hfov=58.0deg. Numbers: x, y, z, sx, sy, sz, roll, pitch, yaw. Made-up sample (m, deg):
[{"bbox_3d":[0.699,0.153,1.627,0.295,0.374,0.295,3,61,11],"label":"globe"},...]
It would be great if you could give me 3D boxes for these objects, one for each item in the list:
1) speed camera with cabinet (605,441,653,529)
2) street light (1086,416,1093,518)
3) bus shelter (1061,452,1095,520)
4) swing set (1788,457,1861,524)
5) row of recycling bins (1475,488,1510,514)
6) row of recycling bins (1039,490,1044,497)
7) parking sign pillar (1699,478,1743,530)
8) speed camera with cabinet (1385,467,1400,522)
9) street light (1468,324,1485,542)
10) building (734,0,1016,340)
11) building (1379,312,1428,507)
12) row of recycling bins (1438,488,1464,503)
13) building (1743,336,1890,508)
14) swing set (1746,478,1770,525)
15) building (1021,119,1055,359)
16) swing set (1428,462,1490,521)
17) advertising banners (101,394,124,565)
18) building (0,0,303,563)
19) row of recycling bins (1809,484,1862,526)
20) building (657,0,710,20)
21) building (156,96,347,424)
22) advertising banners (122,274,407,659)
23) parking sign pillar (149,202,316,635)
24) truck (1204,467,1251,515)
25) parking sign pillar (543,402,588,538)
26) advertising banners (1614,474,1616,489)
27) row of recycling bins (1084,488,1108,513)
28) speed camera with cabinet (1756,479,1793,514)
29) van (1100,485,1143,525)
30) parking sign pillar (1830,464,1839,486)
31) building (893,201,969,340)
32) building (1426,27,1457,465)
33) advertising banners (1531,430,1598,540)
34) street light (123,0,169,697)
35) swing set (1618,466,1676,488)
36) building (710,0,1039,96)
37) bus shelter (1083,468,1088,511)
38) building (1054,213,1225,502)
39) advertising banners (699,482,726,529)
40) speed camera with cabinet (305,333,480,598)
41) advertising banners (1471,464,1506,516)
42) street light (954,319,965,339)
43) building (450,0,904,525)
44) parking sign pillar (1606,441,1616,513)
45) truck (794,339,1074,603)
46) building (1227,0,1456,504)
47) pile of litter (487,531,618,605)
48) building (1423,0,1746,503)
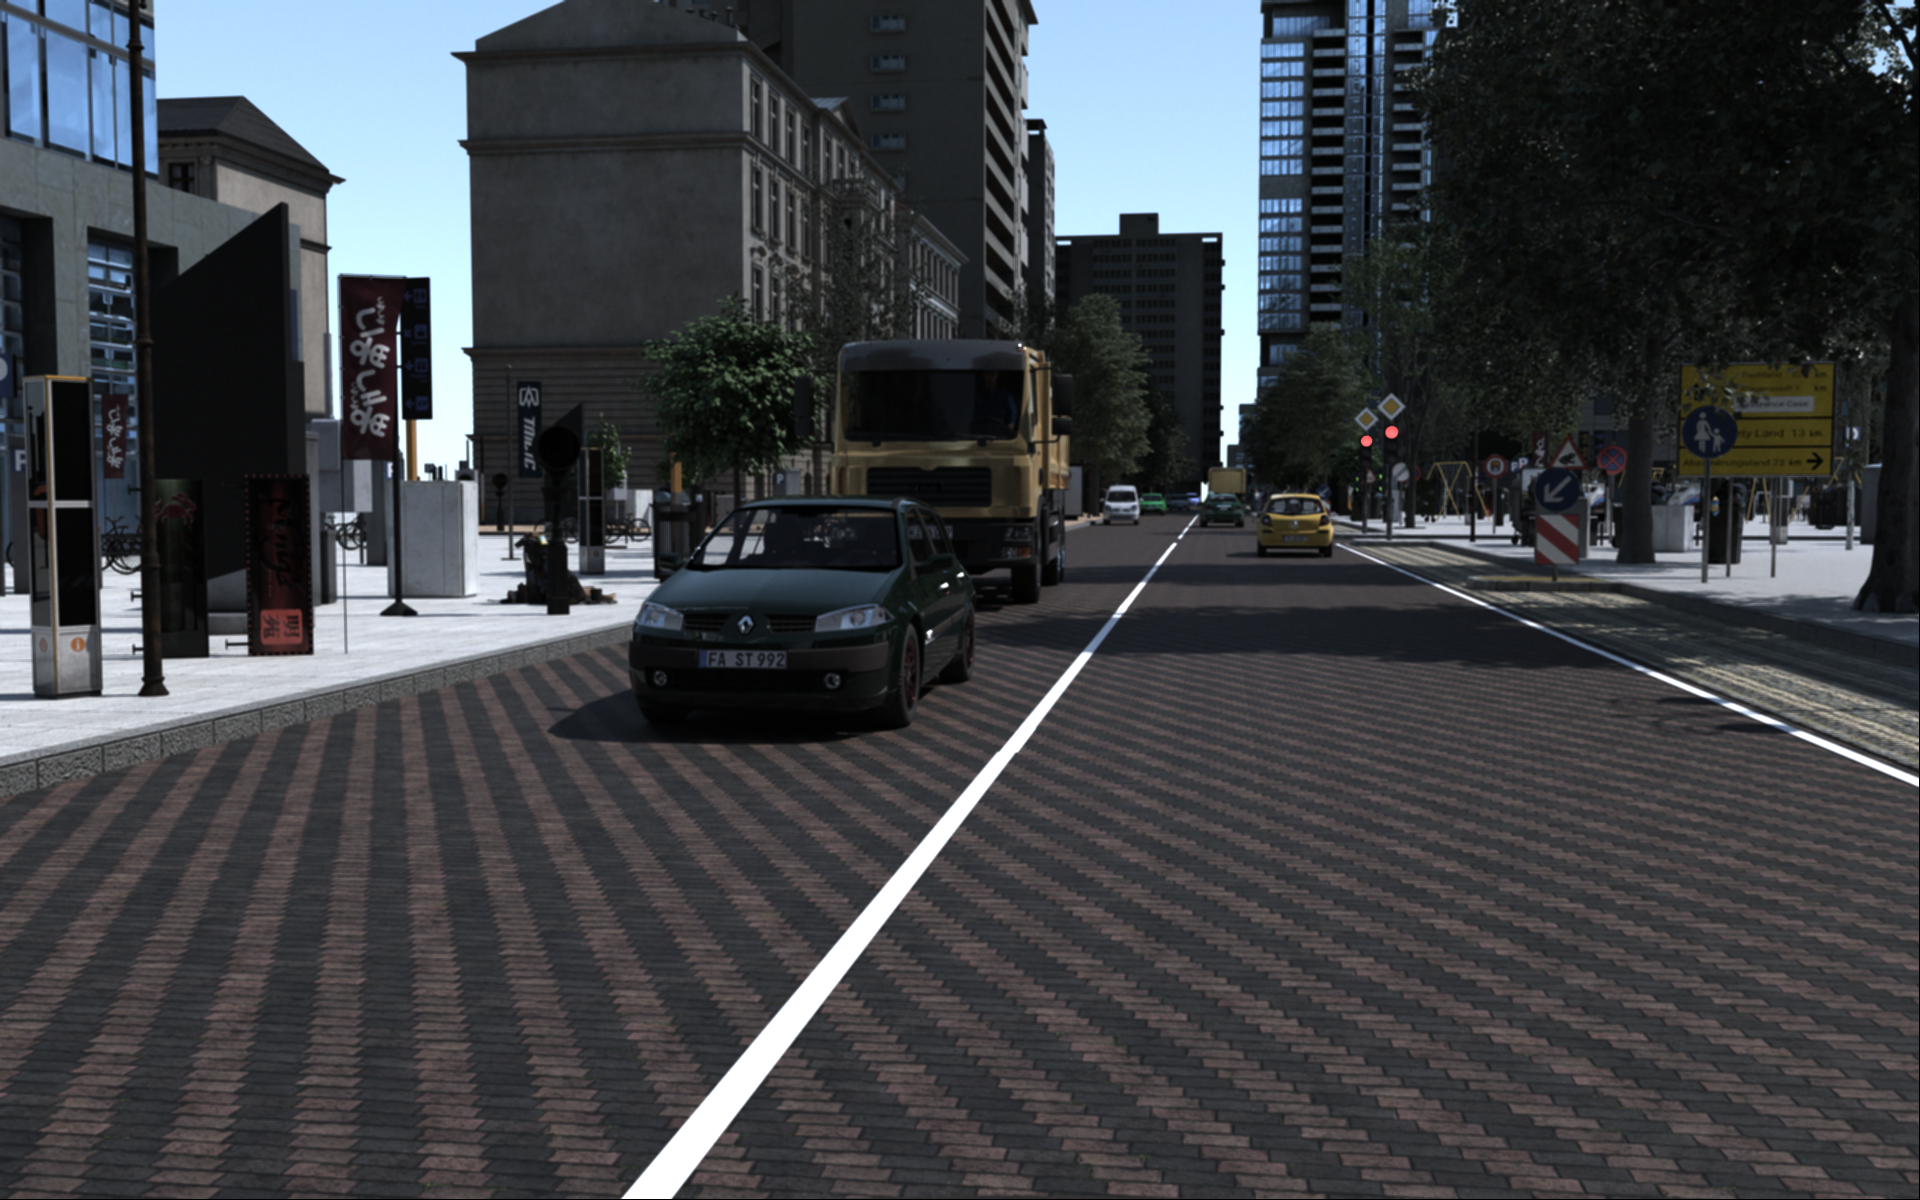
[{"bbox_3d":[-12.455,-4.325,65.046,0.660,3.252,2.038,2,4,33],"label":"speed camera with cabinet"},{"bbox_3d":[6.887,-7.320,92.475,0.468,5.910,1.993,1,4,8],"label":"street light"},{"bbox_3d":[5.553,-5.669,86.613,2.014,3.302,5.546,1,4,8],"label":"bus shelter"},{"bbox_3d":[37.493,-4.684,74.198,2.862,2.851,3.119,1,4,10],"label":"swing set"},{"bbox_3d":[34.598,-6.410,111.917,1.069,1.692,3.534,0,4,-4],"label":"row of recycling bins"},{"bbox_3d":[4.163,-5.149,91.307,1.069,1.692,3.534,1,4,22],"label":"row of recycling bins"},{"bbox_3d":[26.977,-4.455,61.308,1.447,3.967,1.447,0,4,4],"label":"parking sign pillar"},{"bbox_3d":[19.859,-5.214,79.577,0.660,3.252,2.038,1,4,11],"label":"speed camera with cabinet"},{"bbox_3d":[13.758,-4.497,46.307,0.468,5.910,1.993,1,4,8],"label":"street light"},{"bbox_3d":[-7.140,-31.903,145.317,21.300,48.544,21.600,1,4,8],"label":"building"},{"bbox_3d":[58.106,-20.236,175.900,27.650,21.520,28.899,1,4,8],"label":"building"},{"bbox_3d":[35.491,-7.022,121.917,3.534,1.692,1.069,1,4,12],"label":"row of recycling bins"},{"bbox_3d":[91.635,-20.042,172.726,28.899,21.520,27.650,1,4,8],"label":"building"},{"bbox_3d":[32.607,-4.645,73.565,3.119,2.851,2.862,0,4,6],"label":"swing set"},{"bbox_3d":[3.211,-31.080,191.747,14.086,41.232,14.154,1,4,8],"label":"building"},{"bbox_3d":[24.067,-5.368,85.395,2.862,2.851,3.119,-1,4,-13],"label":"swing set"},{"bbox_3d":[-15.565,-2.101,30.547,2.074,3.025,0.090,1,4,9],"label":"advertising banners"},{"bbox_3d":[-32.787,-43.910,30.595,31.000,86.520,22.319,1,4,8],"label":"building"},{"bbox_3d":[35.879,-3.879,70.530,1.069,1.692,3.534,0,4,-5],"label":"row of recycling bins"},{"bbox_3d":[-18.242,-39.675,190.693,28.212,58.520,21.231,1,4,8],"label":"building"},{"bbox_3d":[-39.590,-13.129,79.281,19.286,19.102,10.561,1,4,8],"label":"building"},{"bbox_3d":[-5.419,-1.068,13.655,2.074,3.025,0.090,-1,4,-18],"label":"advertising banners"},{"bbox_3d":[-6.877,-1.702,16.293,1.447,3.967,1.447,0,4,3],"label":"parking sign pillar"},{"bbox_3d":[19.073,-7.813,123.665,3.469,3.379,9.791,1,4,9],"label":"truck"},{"bbox_3d":[-11.605,-3.832,51.125,1.447,3.967,1.447,1,4,18],"label":"parking sign pillar"},{"bbox_3d":[39.331,-6.504,102.523,0.090,3.025,2.074,-3,5,-45],"label":"advertising banners"},{"bbox_3d":[8.311,-6.684,116.404,3.534,1.692,1.069,-1,4,-11],"label":"row of recycling bins"},{"bbox_3d":[51.470,-7.039,109.418,0.660,3.252,2.038,-3,5,-44],"label":"speed camera with cabinet"},{"bbox_3d":[7.566,-4.526,81.017,2.013,2.044,4.112,0,4,7],"label":"van"},{"bbox_3d":[55.713,-7.458,110.413,1.447,3.967,1.447,2,4,30],"label":"parking sign pillar"},{"bbox_3d":[-6.598,-17.103,115.792,11.583,22.565,21.152,1,4,8],"label":"building"},{"bbox_3d":[48.945,-28.830,154.959,14.154,41.232,14.086,1,4,8],"label":"building"},{"bbox_3d":[16.468,-3.122,47.240,0.090,3.025,2.074,-3,4,-38],"label":"advertising banners"},{"bbox_3d":[-5.144,-2.329,10.869,0.468,5.910,1.993,1,4,8],"label":"street light"},{"bbox_3d":[41.548,-6.589,105.349,3.119,2.851,2.862,-1,4,-19],"label":"swing set"},{"bbox_3d":[-7.783,-35.565,170.732,28.713,52.752,27.495,1,4,8],"label":"building"},{"bbox_3d":[9.132,-8.276,126.597,1.731,3.624,6.357,1,4,8],"label":"bus shelter"},{"bbox_3d":[24.874,-33.671,242.396,23.993,40.220,32.217,1,4,8],"label":"building"},{"bbox_3d":[-9.952,-4.464,69.181,0.090,3.025,2.074,-3,5,-39],"label":"advertising banners"},{"bbox_3d":[-7.080,-1.664,21.538,2.038,3.252,0.660,0,4,4],"label":"speed camera with cabinet"},{"bbox_3d":[30.298,-6.307,99.309,2.074,3.025,0.090,0,4,-3],"label":"advertising banners"},{"bbox_3d":[-0.014,-4.474,45.945,0.468,5.910,1.993,1,4,8],"label":"street light"},{"bbox_3d":[-11.443,-16.463,88.255,14.460,24.649,34.723,1,4,8],"label":"building"},{"bbox_3d":[32.735,-6.064,87.617,1.447,3.967,1.447,2,4,35],"label":"parking sign pillar"},{"bbox_3d":[0.064,-1.778,24.987,3.469,3.379,9.791,0,4,6],"label":"truck"},{"bbox_3d":[51.619,-56.159,230.874,31.000,86.520,22.319,1,4,8],"label":"building"},{"bbox_3d":[-4.825,-0.402,20.531,1.719,0.858,1.176,3,5,41],"label":"pile of litter"},{"bbox_3d":[48.741,-42.705,136.476,20.563,71.187,20.611,1,4,8],"label":"building"}]
